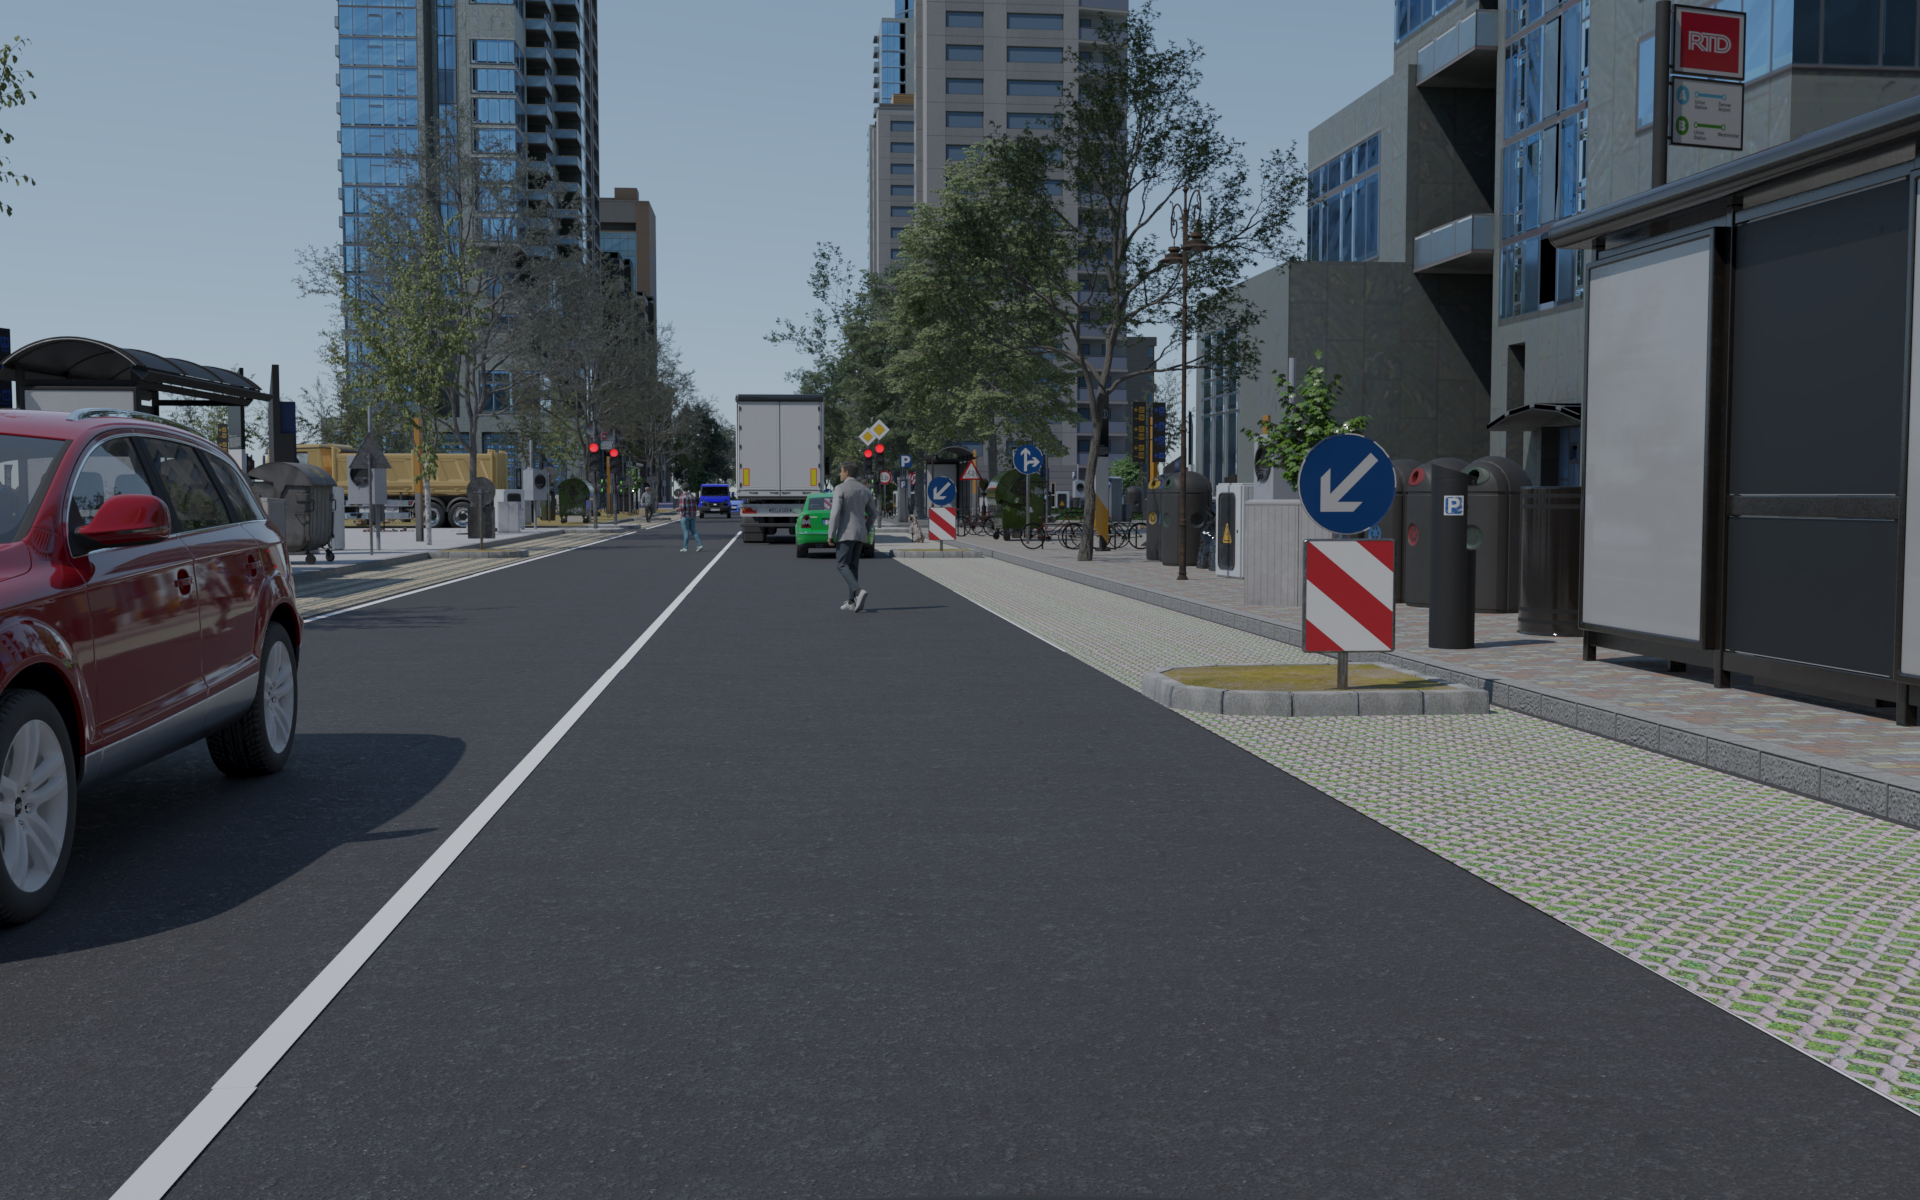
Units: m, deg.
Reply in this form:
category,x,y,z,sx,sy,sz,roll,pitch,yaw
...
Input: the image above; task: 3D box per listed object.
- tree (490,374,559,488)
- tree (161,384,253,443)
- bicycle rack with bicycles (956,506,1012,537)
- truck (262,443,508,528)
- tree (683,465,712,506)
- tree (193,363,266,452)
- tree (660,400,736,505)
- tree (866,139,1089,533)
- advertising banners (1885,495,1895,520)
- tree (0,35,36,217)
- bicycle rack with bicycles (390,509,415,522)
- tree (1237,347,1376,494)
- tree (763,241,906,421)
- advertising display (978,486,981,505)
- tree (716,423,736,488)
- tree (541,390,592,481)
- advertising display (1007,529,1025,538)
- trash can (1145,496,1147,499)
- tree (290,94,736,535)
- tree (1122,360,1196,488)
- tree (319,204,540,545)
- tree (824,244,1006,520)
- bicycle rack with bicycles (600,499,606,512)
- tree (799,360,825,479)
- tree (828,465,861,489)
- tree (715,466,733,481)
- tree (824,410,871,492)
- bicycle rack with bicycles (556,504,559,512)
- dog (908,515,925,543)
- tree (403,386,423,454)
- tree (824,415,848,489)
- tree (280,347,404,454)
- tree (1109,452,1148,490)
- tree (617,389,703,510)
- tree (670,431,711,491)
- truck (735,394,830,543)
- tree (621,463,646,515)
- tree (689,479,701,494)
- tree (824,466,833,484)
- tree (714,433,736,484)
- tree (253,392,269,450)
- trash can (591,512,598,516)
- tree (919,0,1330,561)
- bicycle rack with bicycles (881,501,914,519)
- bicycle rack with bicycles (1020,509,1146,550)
category,x,y,z,sx,sy,sz,roll,pitch,yaw
tree,-24.351,-9.023,97.882,4.360,8.622,3.978,0,3,0
tree,-45.907,-9.407,104.161,4.360,8.622,3.978,0,3,0
bicycle rack with bicycles,1.084,-2.434,53.182,2.925,0.926,2.852,0,4,-5
truck,-22.770,-4.372,67.399,9.791,3.379,3.469,0,4,-4
tree,-29.325,-12.852,193.840,4.285,4.588,4.351,0,3,0
tree,-41.486,-9.025,97.928,4.737,8.622,4.395,0,3,0
tree,-31.627,-17.815,208.289,9.611,12.733,9.660,0,3,0
tree,0.705,-8.436,56.062,7.486,12.596,7.792,0,3,0
advertising banners,8.200,-1.106,14.266,0.090,3.025,2.074,0,4,-3
tree,-11.317,-4.087,17.182,4.737,8.622,4.395,0,3,0
bicycle rack with bicycles,-25.613,-4.167,81.505,2.852,0.926,2.925,3,4,36
tree,4.735,-1.733,22.935,1.663,3.219,1.824,0,3,0
tree,-8.050,-16.828,131.021,12.611,20.169,13.585,0,3,0
advertising display,1.524,-7.985,135.767,0.123,1.923,0.974,0,4,5
tree,-41.240,-24.379,305.258,9.857,13.997,8.962,0,3,0
tree,-26.493,-10.123,115.878,4.737,8.622,4.395,0,3,0
advertising display,1.646,-2.763,50.384,0.123,1.923,0.974,2,4,35
trash can,12.948,-6.503,117.983,0.748,1.137,0.748,0,3,0
tree,-15.433,-8.804,54.314,12.009,13.543,11.850,0,3,0
tree,10.949,-8.839,94.880,4.360,8.622,3.978,0,3,0
tree,-13.573,-5.680,43.238,4.737,8.622,4.395,0,3,0
tree,-2.076,-10.981,86.188,9.857,13.997,8.962,0,3,0
bicycle rack with bicycles,-24.328,-6.621,121.637,2.852,0.926,2.925,0,4,-5
tree,-9.847,-15.148,154.317,9.857,13.997,8.962,0,3,0
tree,-11.278,-11.392,169.978,4.285,4.588,4.351,0,3,0
tree,-37.492,-19.908,259.904,7.601,10.594,8.767,2,4,28
tree,-8.733,-11.638,140.650,4.737,8.622,4.395,0,3,0
bicycle rack with bicycles,-29.317,-6.567,120.746,2.925,0.926,2.852,0,4,6
dog,-1.286,-2.056,50.444,0.513,0.831,0.800,0,4,3
tree,-30.912,-8.773,93.806,4.360,8.622,3.978,0,3,0
tree,-15.833,-17.147,206.107,9.928,11.665,9.643,0,3,0
tree,-30.794,-8.271,85.588,4.360,8.622,3.978,0,3,0
tree,13.101,-9.190,133.973,4.285,4.588,4.351,0,3,0
tree,-24.733,-12.748,142.849,7.601,10.594,8.767,-1,4,-9
tree,-28.184,-14.046,180.007,4.737,8.622,4.395,0,3,0
truck,-5.481,-3.993,54.200,2.839,4.237,11.283,0,4,-4
tree,-20.499,-6.929,107.898,1.663,3.219,1.824,0,3,0
tree,-28.676,-11.695,185.809,1.663,3.219,1.824,0,3,0
tree,-24.131,-22.777,290.526,7.486,12.596,7.792,0,3,0
tree,-40.700,-22.323,290.727,9.928,11.665,9.643,0,3,0
tree,-48.902,-10.649,124.473,4.360,8.622,3.978,0,3,0
trash can,-21.567,-5.508,101.703,0.748,1.137,0.748,0,3,0
tree,2.641,-6.010,32.677,7.601,10.594,8.767,3,5,42
bicycle rack with bicycles,-2.596,-4.664,89.637,2.852,0.926,2.925,-2,4,-31
bicycle rack with bicycles,3.158,-1.664,40.591,2.925,0.926,2.852,1,4,23
